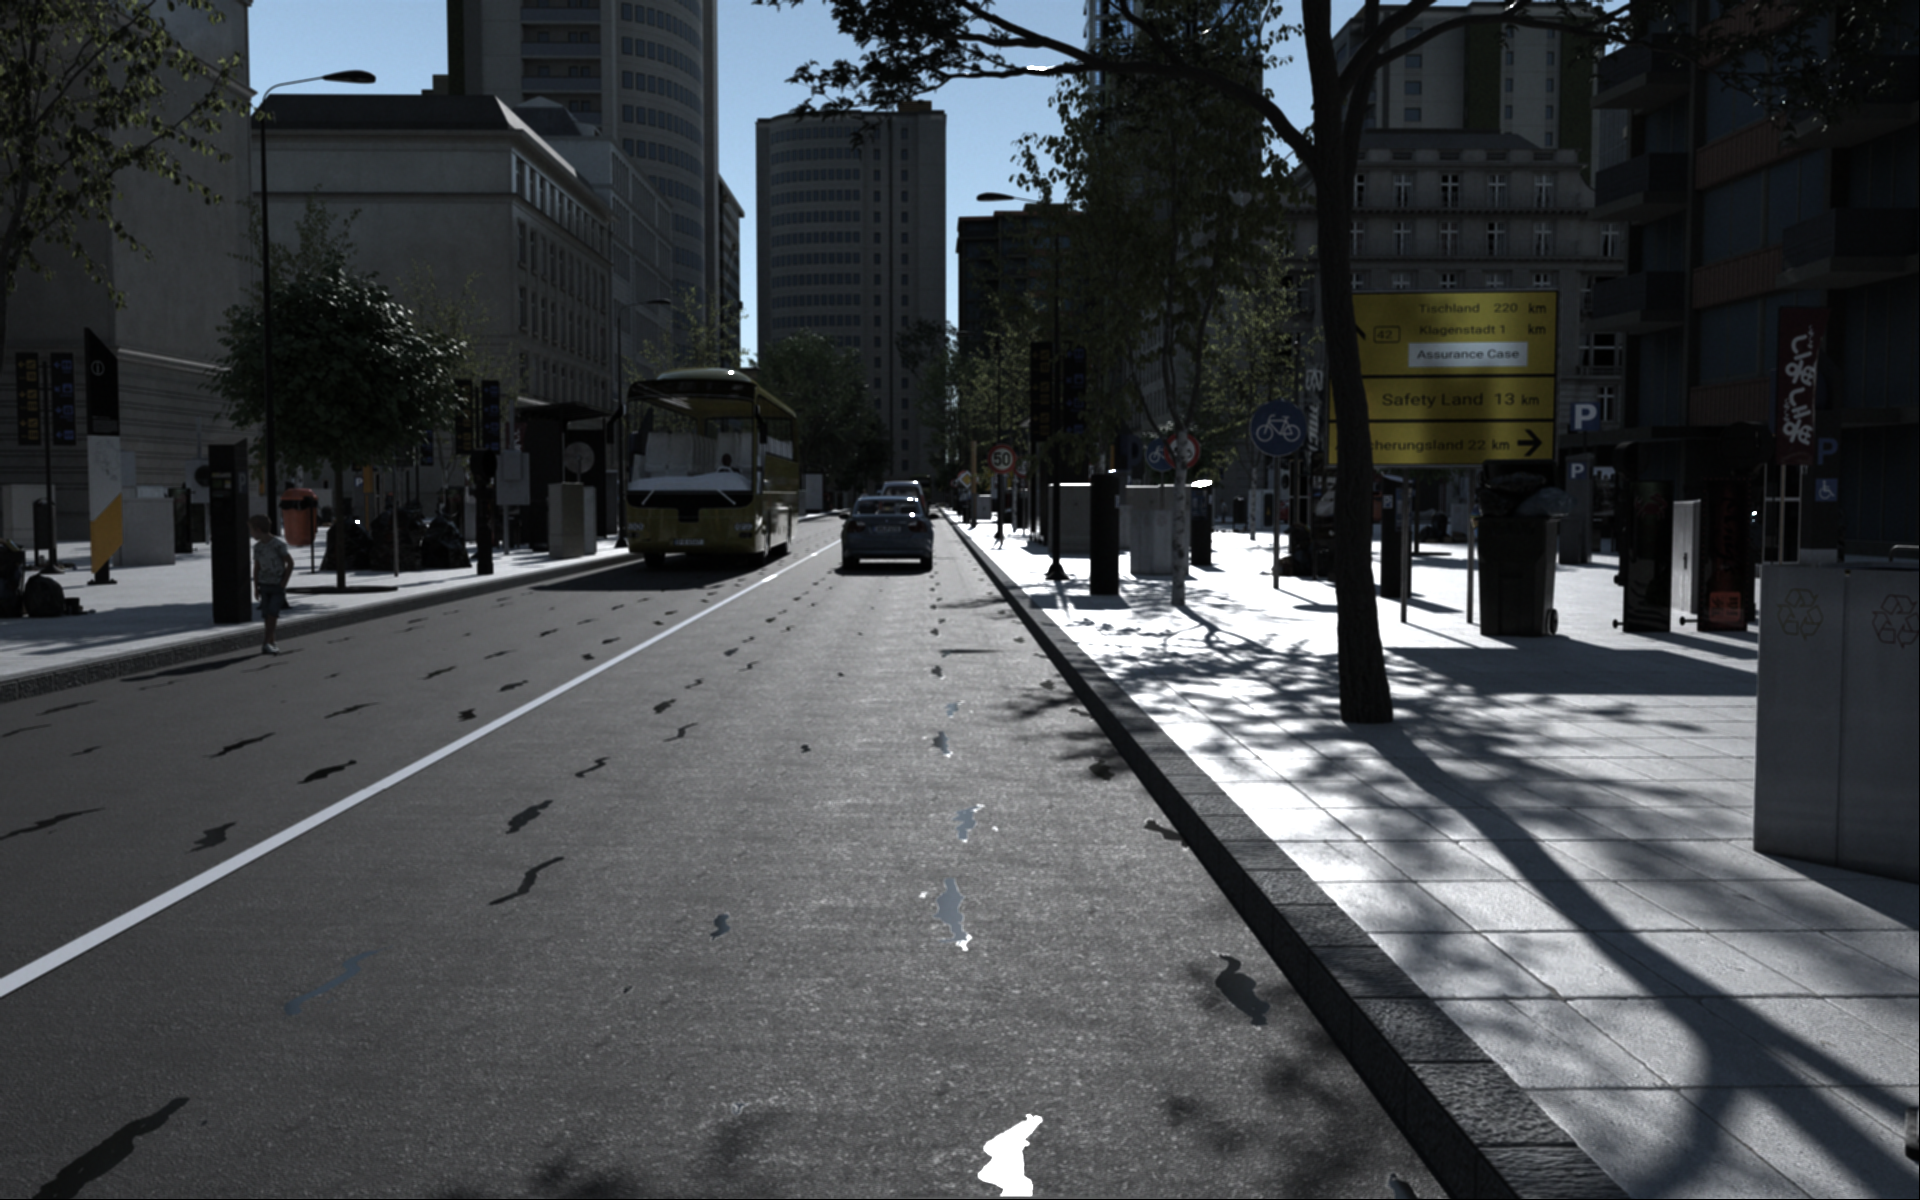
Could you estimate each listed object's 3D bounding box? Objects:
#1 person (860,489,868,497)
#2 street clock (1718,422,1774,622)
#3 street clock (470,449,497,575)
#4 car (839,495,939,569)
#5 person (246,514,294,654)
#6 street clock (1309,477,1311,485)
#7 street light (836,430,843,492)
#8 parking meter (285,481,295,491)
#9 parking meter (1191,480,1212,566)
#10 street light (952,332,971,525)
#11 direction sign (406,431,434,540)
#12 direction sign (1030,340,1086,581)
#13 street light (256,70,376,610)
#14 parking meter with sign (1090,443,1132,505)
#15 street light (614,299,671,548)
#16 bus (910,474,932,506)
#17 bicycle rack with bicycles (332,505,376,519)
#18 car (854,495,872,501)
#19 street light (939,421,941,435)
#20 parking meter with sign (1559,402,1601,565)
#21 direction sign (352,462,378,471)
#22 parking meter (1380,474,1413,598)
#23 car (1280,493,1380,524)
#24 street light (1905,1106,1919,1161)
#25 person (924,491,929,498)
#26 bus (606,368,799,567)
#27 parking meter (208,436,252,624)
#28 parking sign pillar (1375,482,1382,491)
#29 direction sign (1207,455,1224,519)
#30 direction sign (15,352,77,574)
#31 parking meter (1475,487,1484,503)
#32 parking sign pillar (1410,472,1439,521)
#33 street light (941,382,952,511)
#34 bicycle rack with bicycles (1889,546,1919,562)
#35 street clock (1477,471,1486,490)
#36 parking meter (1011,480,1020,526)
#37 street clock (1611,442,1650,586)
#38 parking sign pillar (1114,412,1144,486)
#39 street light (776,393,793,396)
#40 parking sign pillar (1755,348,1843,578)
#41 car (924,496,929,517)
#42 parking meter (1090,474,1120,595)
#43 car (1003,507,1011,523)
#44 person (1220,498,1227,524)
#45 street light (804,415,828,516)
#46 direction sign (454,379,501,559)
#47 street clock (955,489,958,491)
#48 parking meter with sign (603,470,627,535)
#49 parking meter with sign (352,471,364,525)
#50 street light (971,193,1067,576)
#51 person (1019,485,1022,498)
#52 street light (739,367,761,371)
[{"bbox_3d":[-5.318,-5.430,97.957,0.731,1.740,0.598,0,4,5],"label":"person"},{"bbox_3d":[7.872,-0.784,17.390,0.358,2.002,0.471,-2,4,-32],"label":"street clock"},{"bbox_3d":[-7.589,-1.410,27.628,0.358,2.002,0.471,1,4,15],"label":"street clock"},{"bbox_3d":[-1.415,-1.366,34.333,2.014,1.417,4.499,0,4,-1],"label":"car"},{"bbox_3d":[-6.209,-0.148,15.607,0.352,1.250,0.332,-3,5,-45],"label":"person"},{"bbox_3d":[13.664,-3.801,66.708,0.471,2.002,0.358,1,4,17],"label":"street clock"},{"bbox_3d":[-9.085,-9.286,124.366,1.470,5.913,1.316,0,4,-1],"label":"street light"},{"bbox_3d":[-30.638,-4.500,79.279,0.399,1.863,0.255,0,4,-8],"label":"parking meter"},{"bbox_3d":[4.339,-1.390,31.132,0.372,1.533,0.369,0,3,0],"label":"parking meter"},{"bbox_3d":[0.584,-4.718,49.674,1.470,5.913,1.316,0,4,-1],"label":"street light"},{"bbox_3d":[-15.025,-3.422,47.948,0.876,3.537,0.379,-1,4,-12],"label":"direction sign"},{"bbox_3d":[1.455,-2.064,25.750,0.876,3.537,0.379,2,4,24],"label":"direction sign"},{"bbox_3d":[-7.108,-2.850,19.144,1.470,5.913,1.316,0,4,-1],"label":"street light"},{"bbox_3d":[4.969,-3.535,54.054,1.738,3.016,0.543,2,4,27],"label":"parking meter with sign"},{"bbox_3d":[-7.587,-4.213,41.422,1.470,5.913,1.316,0,4,-1],"label":"street light"},{"bbox_3d":[-4.735,-13.210,207.526,2.896,3.916,12.252,0,4,-1],"label":"bus"},{"bbox_3d":[-28.056,-4.149,81.219,2.925,0.926,2.852,-1,4,-10],"label":"bicycle rack with bicycles"},{"bbox_3d":[-7.651,-7.896,141.671,1.945,1.354,3.894,0,4,-2],"label":"car"},{"bbox_3d":[-0.181,-7.037,87.596,1.470,5.913,1.316,0,4,-1],"label":"street light"},{"bbox_3d":[11.487,-2.197,32.184,0.543,3.016,1.738,2,4,27],"label":"parking meter with sign"},{"bbox_3d":[-20.405,-4.122,59.388,0.876,3.537,0.379,0,4,0],"label":"direction sign"},{"bbox_3d":[5.418,-0.800,21.493,0.372,1.533,0.369,0,3,0],"label":"parking meter"},{"bbox_3d":[16.117,-4.081,75.757,4.494,1.783,2.155,0,4,-1],"label":"car"},{"bbox_3d":[1.472,-1.876,3.209,1.470,5.913,1.316,0,4,-1],"label":"street light"},{"bbox_3d":[-3.769,-10.632,183.117,1.217,1.735,0.721,-2,4,-29],"label":"person"},{"bbox_3d":[-5.125,-2.805,37.403,2.896,3.916,12.252,0,4,-2],"label":"bus"},{"bbox_3d":[-7.262,-0.705,17.234,0.255,1.863,0.399,0,4,1],"label":"parking meter"},{"bbox_3d":[20.948,-5.986,86.349,1.447,3.967,1.447,2,4,35],"label":"parking sign pillar"},{"bbox_3d":[13.407,-6.054,90.987,0.876,3.537,0.379,2,4,27],"label":"direction sign"},{"bbox_3d":[-14.639,-2.190,27.808,0.876,3.537,0.379,0,4,-7],"label":"direction sign"},{"bbox_3d":[19.296,-3.424,64.391,0.372,1.533,0.369,0,3,0],"label":"parking meter"},{"bbox_3d":[22.049,-5.719,81.984,1.447,3.967,1.447,-2,4,-25],"label":"parking sign pillar"},{"bbox_3d":[0.047,-6.075,71.870,1.470,5.913,1.316,0,4,-1],"label":"street light"},{"bbox_3d":[13.250,-0.529,22.035,2.852,0.926,2.925,-1,4,-11],"label":"bicycle rack with bicycles"},{"bbox_3d":[15.815,-2.913,52.192,0.471,2.002,0.358,1,4,13],"label":"street clock"},{"bbox_3d":[2.231,-3.912,69.670,0.255,1.863,0.399,-1,4,-13],"label":"parking meter"},{"bbox_3d":[9.331,-1.197,24.144,0.471,2.002,0.358,-1,4,-19],"label":"street clock"},{"bbox_3d":[5.563,-4.190,56.972,1.447,3.967,1.447,2,4,34],"label":"parking sign pillar"},{"bbox_3d":[-8.366,-6.564,79.870,1.470,5.913,1.316,0,4,-1],"label":"street light"},{"bbox_3d":[12.909,-2.326,26.501,1.447,3.967,1.447,0,4,-4],"label":"parking sign pillar"},{"bbox_3d":[-2.579,-5.274,96.023,2.009,1.686,4.222,0,3,0],"label":"car"},{"bbox_3d":[1.849,-0.840,22.140,0.372,1.533,0.369,0,3,0],"label":"parking meter"},{"bbox_3d":[3.951,-4.146,77.570,4.222,1.686,2.009,0,3,0],"label":"car"},{"bbox_3d":[11.717,-3.908,77.078,0.352,1.250,0.332,2,4,33],"label":"person"},{"bbox_3d":[-8.634,-7.922,102.071,1.470,5.913,1.316,0,4,-1],"label":"street light"},{"bbox_3d":[-9.574,-2.595,34.426,0.876,3.537,0.379,-2,4,-27],"label":"direction sign"},{"bbox_3d":[-0.245,-8.976,151.334,0.471,2.002,0.358,3,4,37],"label":"street clock"},{"bbox_3d":[-11.193,-3.589,54.937,1.738,3.016,0.543,-1,4,-9],"label":"parking meter with sign"},{"bbox_3d":[-21.521,-4.018,61.950,0.543,3.016,1.738,-1,4,-21],"label":"parking meter with sign"},{"bbox_3d":[0.958,-3.323,26.865,1.470,5.913,1.316,0,4,-1],"label":"street light"},{"bbox_3d":[2.553,-4.089,75.167,0.447,1.846,0.655,-1,4,-14],"label":"person"},{"bbox_3d":[-8.008,-5.571,63.621,1.470,5.913,1.316,0,4,-1],"label":"street light"}]
